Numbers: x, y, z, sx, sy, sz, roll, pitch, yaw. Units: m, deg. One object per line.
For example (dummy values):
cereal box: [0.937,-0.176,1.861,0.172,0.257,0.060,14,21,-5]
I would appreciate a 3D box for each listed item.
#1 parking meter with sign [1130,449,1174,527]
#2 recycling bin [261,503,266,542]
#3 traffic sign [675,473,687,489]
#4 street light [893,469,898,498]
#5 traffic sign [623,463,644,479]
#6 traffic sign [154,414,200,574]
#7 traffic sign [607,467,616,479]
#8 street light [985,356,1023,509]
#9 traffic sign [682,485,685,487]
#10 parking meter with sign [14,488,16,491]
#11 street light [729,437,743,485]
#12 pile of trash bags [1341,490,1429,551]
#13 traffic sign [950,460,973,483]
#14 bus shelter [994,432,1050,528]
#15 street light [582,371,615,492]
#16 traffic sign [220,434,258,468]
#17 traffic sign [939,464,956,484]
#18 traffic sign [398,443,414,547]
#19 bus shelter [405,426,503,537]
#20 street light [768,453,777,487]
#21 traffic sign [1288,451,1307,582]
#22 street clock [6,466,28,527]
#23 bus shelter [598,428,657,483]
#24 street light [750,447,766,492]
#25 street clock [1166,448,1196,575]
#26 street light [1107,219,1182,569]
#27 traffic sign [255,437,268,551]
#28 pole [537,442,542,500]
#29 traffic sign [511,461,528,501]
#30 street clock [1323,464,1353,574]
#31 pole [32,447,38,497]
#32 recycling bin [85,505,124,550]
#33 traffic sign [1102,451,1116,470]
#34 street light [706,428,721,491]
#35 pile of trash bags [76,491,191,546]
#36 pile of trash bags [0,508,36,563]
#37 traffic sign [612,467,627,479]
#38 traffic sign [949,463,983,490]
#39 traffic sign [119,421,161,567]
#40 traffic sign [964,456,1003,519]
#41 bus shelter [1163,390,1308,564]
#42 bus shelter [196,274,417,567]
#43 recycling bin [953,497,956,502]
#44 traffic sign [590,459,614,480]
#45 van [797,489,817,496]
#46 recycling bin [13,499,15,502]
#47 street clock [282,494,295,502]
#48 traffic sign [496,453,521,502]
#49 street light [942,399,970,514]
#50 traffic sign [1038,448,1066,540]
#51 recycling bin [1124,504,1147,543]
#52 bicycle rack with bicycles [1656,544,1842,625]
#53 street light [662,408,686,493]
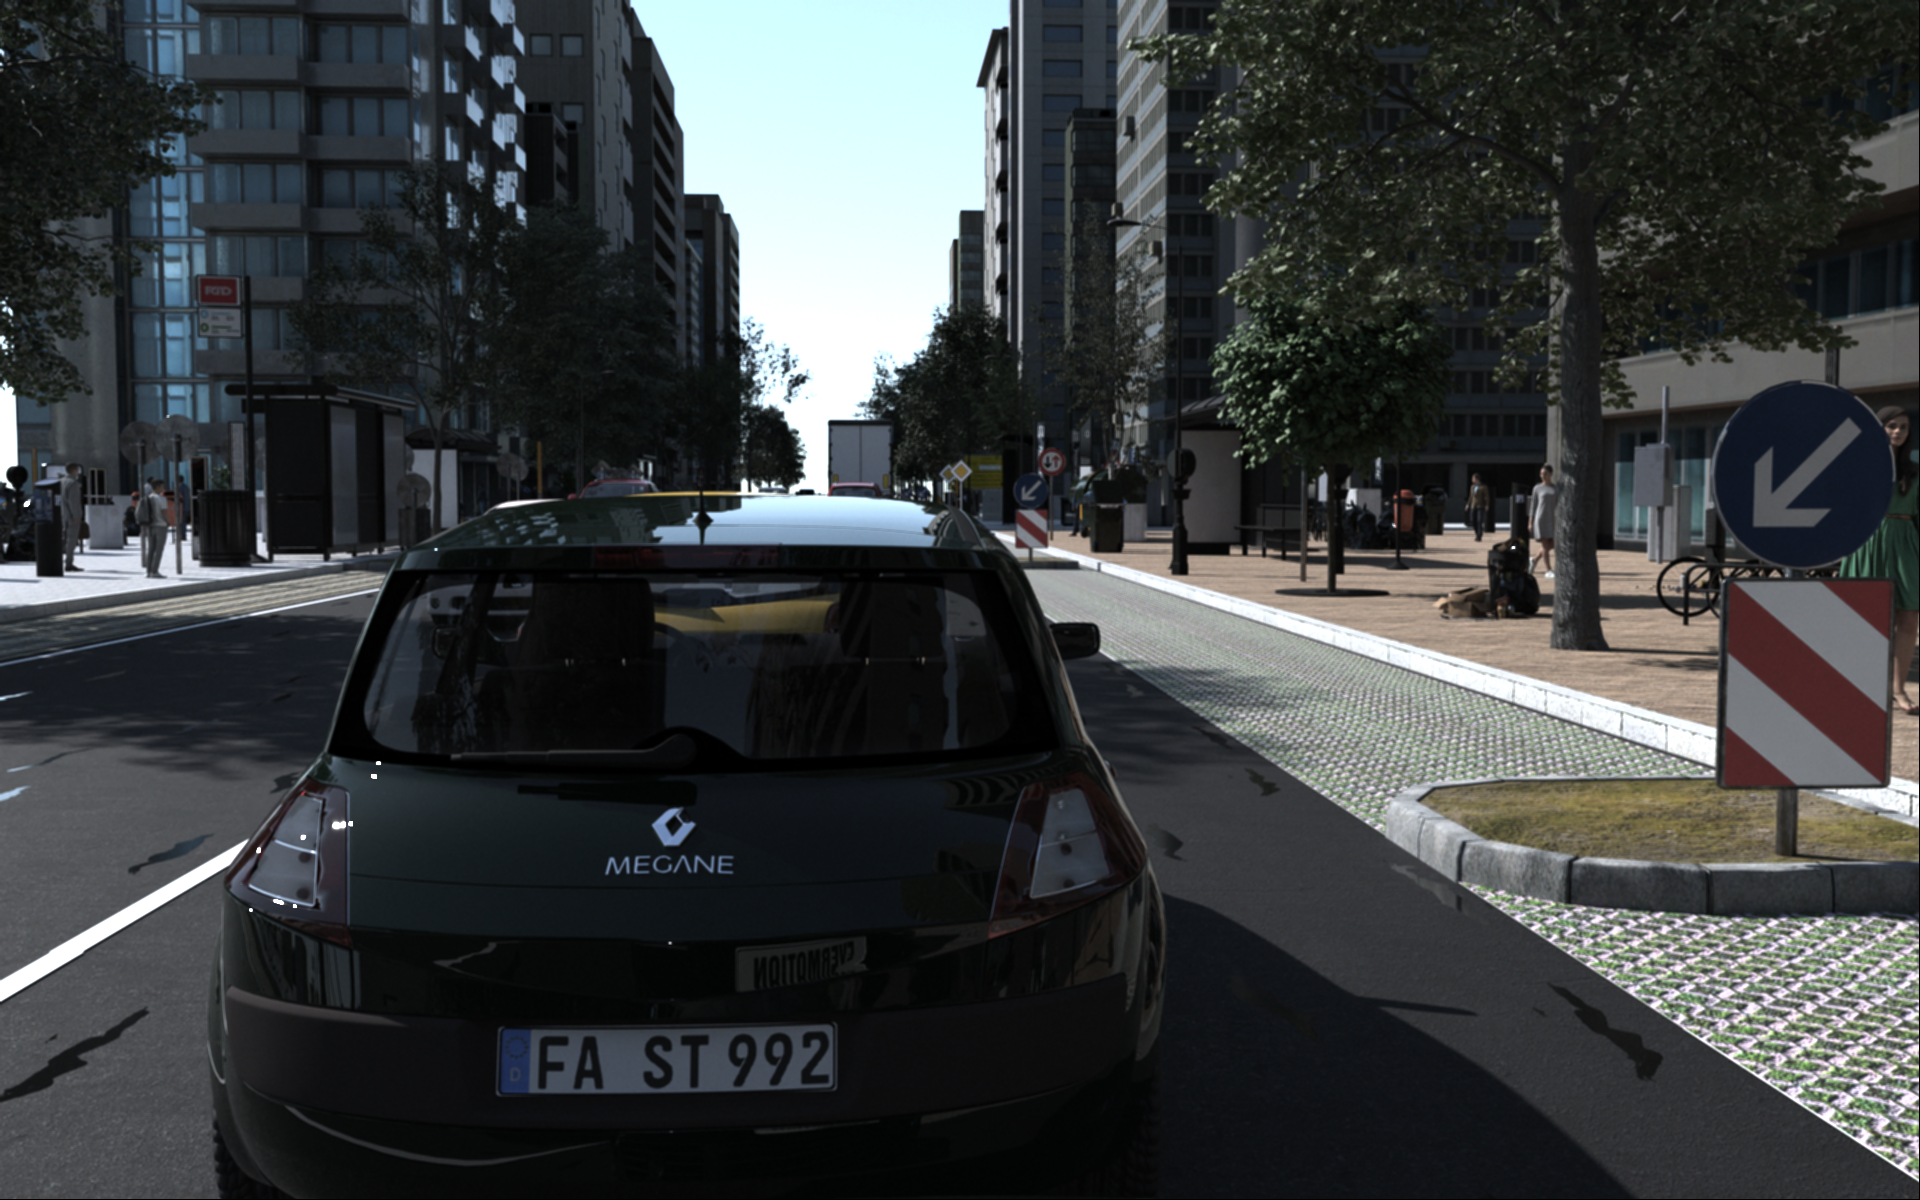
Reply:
parking meter with sign: [7.457,-4.326,66.996,1.738,3.016,0.543,-2,4,-29]
recycling bin: [-18.391,-2.084,46.628,0.722,1.027,0.722,-1,4,-18]
traffic sign: [-16.627,-6.304,103.168,0.768,2.556,0.104,0,4,2]
street light: [-7.787,-15.000,217.798,1.470,5.913,1.316,0,4,-3]
traffic sign: [-12.382,-3.879,65.615,0.795,2.593,0.064,0,4,-3]
traffic sign: [-12.514,-1.687,27.684,0.768,2.556,0.104,0,4,4]
traffic sign: [-16.470,-5.040,82.513,0.768,2.556,0.104,0,4,6]
street light: [1.542,-5.245,58.303,1.470,5.913,1.316,0,4,-3]
traffic sign: [-19.978,-7.577,123.983,0.768,2.556,0.104,0,4,-2]
parking meter with sign: [-68.429,-7.926,125.855,0.543,3.016,1.738,-3,5,-44]
street light: [-18.320,-10.365,142.012,1.470,5.913,1.316,0,4,-3]
pile of trash bags: [9.921,-1.859,40.150,1.912,1.369,3.447,0,4,-1]
traffic sign: [0.062,-3.433,58.325,0.795,2.593,0.064,0,4,-3]
bus shelter: [2.456,-4.764,69.176,1.731,3.624,6.357,0,4,-3]
street light: [-13.718,-5.689,65.563,1.470,5.913,1.316,0,4,-3]
traffic sign: [-14.936,-2.188,35.887,0.768,2.556,0.104,0,4,-3]
traffic sign: [-0.407,-3.921,66.297,0.795,2.593,0.064,0,4,-3]
traffic sign: [-13.614,-2.564,42.034,0.768,2.556,0.104,0,4,5]
bus shelter: [-15.994,-3.712,54.612,2.014,3.302,5.546,0,4,-3]
street light: [-21.627,-13.759,197.501,1.470,5.913,1.316,0,4,-3]
traffic sign: [5.035,-1.542,25.324,0.768,2.556,0.104,0,4,-2]
street clock: [-24.128,-2.433,44.358,0.358,2.002,0.471,1,4,20]
bus shelter: [-17.501,-6.920,90.777,2.179,5.291,8.768,0,4,-3]
street light: [-20.013,-12.066,169.812,1.470,5.913,1.316,0,4,-3]
street clock: [3.491,-1.399,27.437,0.358,2.002,0.471,-2,4,-35]
street light: [3.187,-3.481,29.452,1.470,5.913,1.316,0,4,-3]
traffic sign: [-15.548,-2.369,38.842,0.768,2.556,0.104,0,4,5]
pole: [-16.310,-4.489,67.241,0.158,3.312,0.155,0,3,0]
traffic sign: [-16.858,-4.037,66.107,0.768,2.556,0.104,0,4,2]
street clock: [6.057,-1.417,27.743,0.471,2.002,0.358,1,4,23]
pole: [-40.472,-5.013,75.805,0.158,3.312,0.155,0,3,0]
recycling bin: [-19.976,-1.705,40.430,0.722,1.027,0.722,-2,4,-32]
traffic sign: [4.602,-3.192,52.199,0.884,2.594,0.081,0,4,2]
street light: [-17.272,-9.139,121.956,1.470,5.913,1.316,0,4,-3]
pile of trash bags: [-21.472,-2.083,43.810,3.447,1.369,1.912,-1,4,-19]
pile of trash bags: [-18.636,-1.359,31.980,1.912,1.369,3.447,1,4,20]
traffic sign: [-16.085,-5.011,82.038,0.768,2.556,0.104,0,4,-1]
traffic sign: [0.389,-7.250,112.402,2.265,3.308,0.079,0,4,5]
traffic sign: [-14.283,-1.843,30.242,0.768,2.556,0.104,0,4,-2]
traffic sign: [1.316,-5.876,89.942,2.265,3.308,0.079,0,4,5]
bus shelter: [5.461,-2.456,34.073,2.014,3.302,5.546,0,4,-3]
bus shelter: [-13.031,-3.480,34.525,2.179,5.291,8.768,0,4,-4]
recycling bin: [-0.212,-7.717,138.727,0.722,1.027,0.722,2,4,31]
traffic sign: [-11.913,-3.392,57.644,0.795,2.593,0.064,0,4,-3]
van: [-17.321,-11.731,196.191,2.240,2.365,5.245,0,4,-3]
recycling bin: [-67.217,-6.807,123.850,0.722,1.027,0.722,3,5,42]
street clock: [-16.323,-2.297,42.122,0.358,2.002,0.471,0,4,-3]
traffic sign: [-13.890,-3.252,53.283,0.768,2.556,0.104,0,4,2]
street light: [-0.095,-6.878,84.996,1.470,5.913,1.316,0,4,-3]
traffic sign: [2.534,-2.919,47.826,0.768,2.556,0.104,0,4,2]
recycling bin: [4.559,-2.037,45.867,0.722,1.027,0.722,1,4,13]
bicycle rack with bicycles: [8.319,-0.230,17.135,2.852,0.926,2.925,-3,5,-45]
street light: [-15.497,-7.398,93.501,1.470,5.913,1.316,0,4,-3]
